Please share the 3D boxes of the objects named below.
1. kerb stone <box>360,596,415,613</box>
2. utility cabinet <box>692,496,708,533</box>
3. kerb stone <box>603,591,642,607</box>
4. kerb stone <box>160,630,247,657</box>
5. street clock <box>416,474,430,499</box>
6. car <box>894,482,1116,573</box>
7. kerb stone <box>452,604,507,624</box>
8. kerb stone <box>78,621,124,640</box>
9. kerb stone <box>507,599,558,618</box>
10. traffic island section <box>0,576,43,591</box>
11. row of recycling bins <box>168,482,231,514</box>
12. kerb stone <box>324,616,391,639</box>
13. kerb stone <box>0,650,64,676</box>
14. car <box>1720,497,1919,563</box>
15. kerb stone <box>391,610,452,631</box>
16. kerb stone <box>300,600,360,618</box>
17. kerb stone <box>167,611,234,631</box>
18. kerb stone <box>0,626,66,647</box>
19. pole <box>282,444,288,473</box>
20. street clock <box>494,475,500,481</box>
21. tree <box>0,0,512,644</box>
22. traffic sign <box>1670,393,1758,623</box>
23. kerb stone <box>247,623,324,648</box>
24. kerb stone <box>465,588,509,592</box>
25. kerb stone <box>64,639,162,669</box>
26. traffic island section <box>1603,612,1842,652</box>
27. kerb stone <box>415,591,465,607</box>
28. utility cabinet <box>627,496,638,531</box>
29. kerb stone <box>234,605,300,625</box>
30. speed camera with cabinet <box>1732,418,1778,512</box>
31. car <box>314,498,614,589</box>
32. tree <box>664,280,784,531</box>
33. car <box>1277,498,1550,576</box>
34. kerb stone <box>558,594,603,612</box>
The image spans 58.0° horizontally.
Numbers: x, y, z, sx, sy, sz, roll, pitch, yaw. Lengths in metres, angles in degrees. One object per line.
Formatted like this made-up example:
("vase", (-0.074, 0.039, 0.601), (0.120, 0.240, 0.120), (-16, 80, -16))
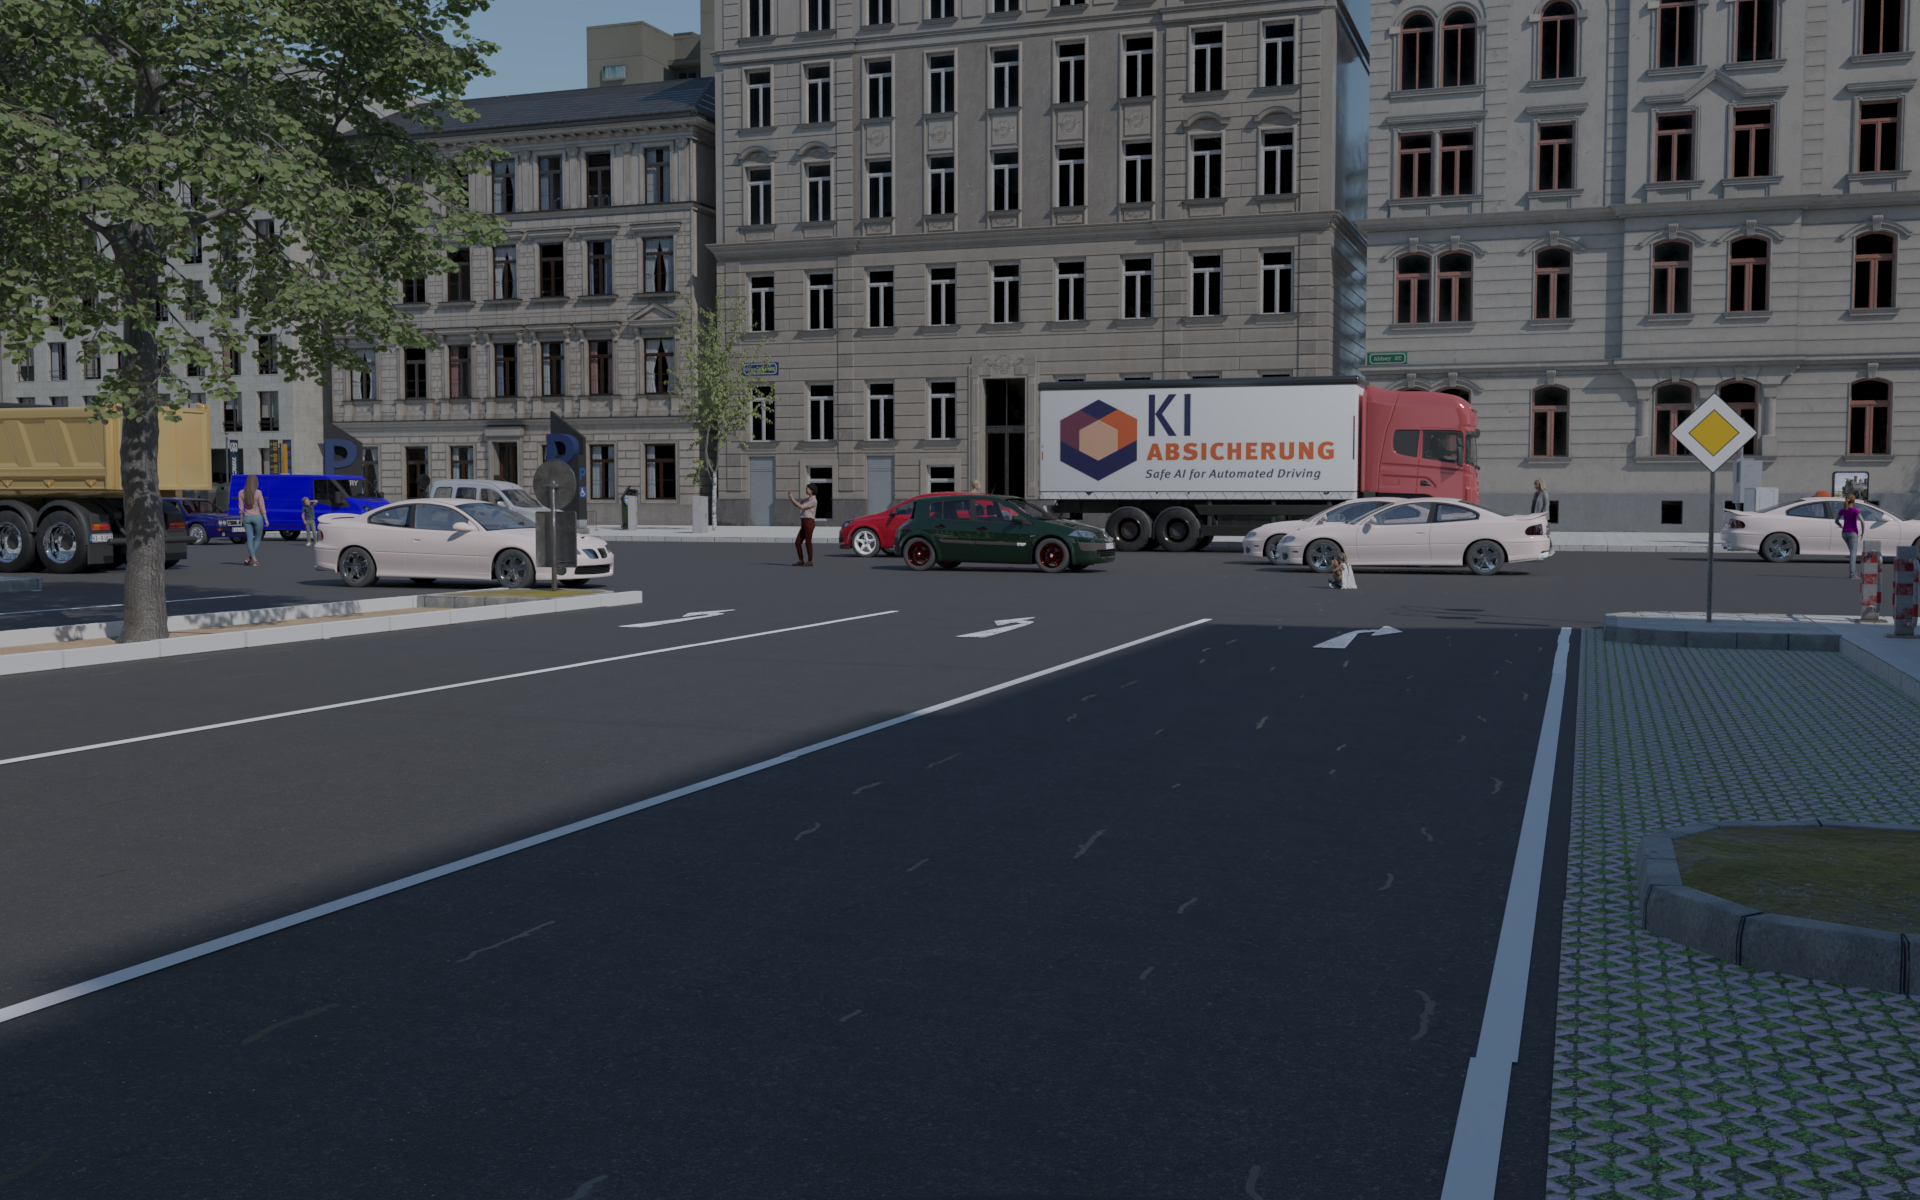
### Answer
("kerb stone", (-7.091, 0.059, 21.243), (0.120, 0.150, 1.000), (1, 4, 20))
("utility cabinet", (-8.561, -2.811, 57.127), (0.306, 1.237, 1.020), (0, 4, 6))
("kerb stone", (-4.426, -0.014, 22.425), (0.120, 0.150, 1.000), (1, 4, 20))
("kerb stone", (-6.883, 0.400, 15.656), (0.120, 0.150, 1.000), (1, 4, 20))
("street clock", (-19.782, -3.628, 63.890), (0.358, 2.002, 0.471), (2, 4, 30))
("car", (0.809, -1.387, 32.468), (4.222, 1.686, 2.009), (1, 4, 21))
("kerb stone", (-5.479, 0.163, 19.533), (0.120, 0.150, 1.000), (1, 4, 20))
("kerb stone", (-8.485, 0.296, 17.378), (0.120, 0.150, 1.000), (1, 4, 20))
("kerb stone", (-5.124, 0.104, 20.495), (0.120, 0.150, 1.000), (1, 4, 20))
("traffic island section", (-15.091, -0.197, 25.502), (2.009, 0.180, 2.903), (1, 4, 20))
("row of recycling bins", (-27.074, -3.360, 62.048), (3.534, 1.692, 1.069), (2, 4, 29))
("kerb stone", (-6.179, 0.281, 17.595), (0.120, 0.150, 1.000), (1, 4, 20))
("kerb stone", (-7.580, 0.518, 13.725), (0.120, 0.150, 1.000), (1, 4, 20))
("car", (18.611, -1.470, 36.399), (4.827, 1.381, 2.083), (1, 4, 20))
("kerb stone", (-5.827, 0.222, 18.561), (0.120, 0.150, 1.000), (1, 4, 20))
("kerb stone", (-7.432, 0.117, 20.275), (0.120, 0.150, 1.000), (1, 4, 20))
("kerb stone", (-8.136, 0.236, 18.343), (0.120, 0.150, 1.000), (1, 4, 20))
("kerb stone", (-8.843, 0.354, 16.409), (0.120, 0.150, 1.000), (1, 4, 20))
("pole", (-27.477, -4.690, 70.521), (0.158, 3.312, 0.155), (0, 3, 0))
("street clock", (-17.530, -3.733, 65.607), (0.358, 2.002, 0.471), (-1, 4, -14))
("tree", (-7.729, -5.870, 16.561), (7.486, 12.596, 7.792), (0, 3, 0))
("traffic sign", (7.485, -0.832, 17.253), (0.795, 2.450, 0.064), (1, 4, 20))
("kerb stone", (-6.524, 0.340, 16.629), (0.120, 0.150, 1.000), (1, 4, 20))
("kerb stone", (-6.380, -0.059, 23.168), (0.120, 0.150, 1.000), (1, 4, 20))
("kerb stone", (-7.228, 0.466, 14.689), (0.120, 0.150, 1.000), (1, 4, 20))
("traffic island section", (7.510, 0.303, 17.322), (2.009, 0.180, 2.903), (1, 4, 20))
("kerb stone", (-6.733, 0.002, 22.204), (0.120, 0.150, 1.000), (1, 4, 20))
("utility cabinet", (-11.586, -3.069, 61.339), (0.306, 1.237, 1.020), (0, 4, -8))
("kerb stone", (-7.791, 0.181, 19.314), (0.120, 0.150, 1.000), (1, 4, 20))
("speed camera with cabinet", (20.443, -3.069, 44.506), (0.660, 3.252, 2.038), (1, 4, 9))
("car", (-7.712, -0.892, 26.944), (4.827, 1.381, 2.083), (1, 4, 19))
("tree", (-8.496, -6.744, 60.629), (4.737, 8.622, 4.395), (0, 3, 0))
("car", (8.232, -1.179, 31.646), (4.827, 1.381, 2.083), (1, 4, 18))
("kerb stone", (-4.772, 0.045, 21.459), (0.120, 0.150, 1.000), (1, 4, 20))
